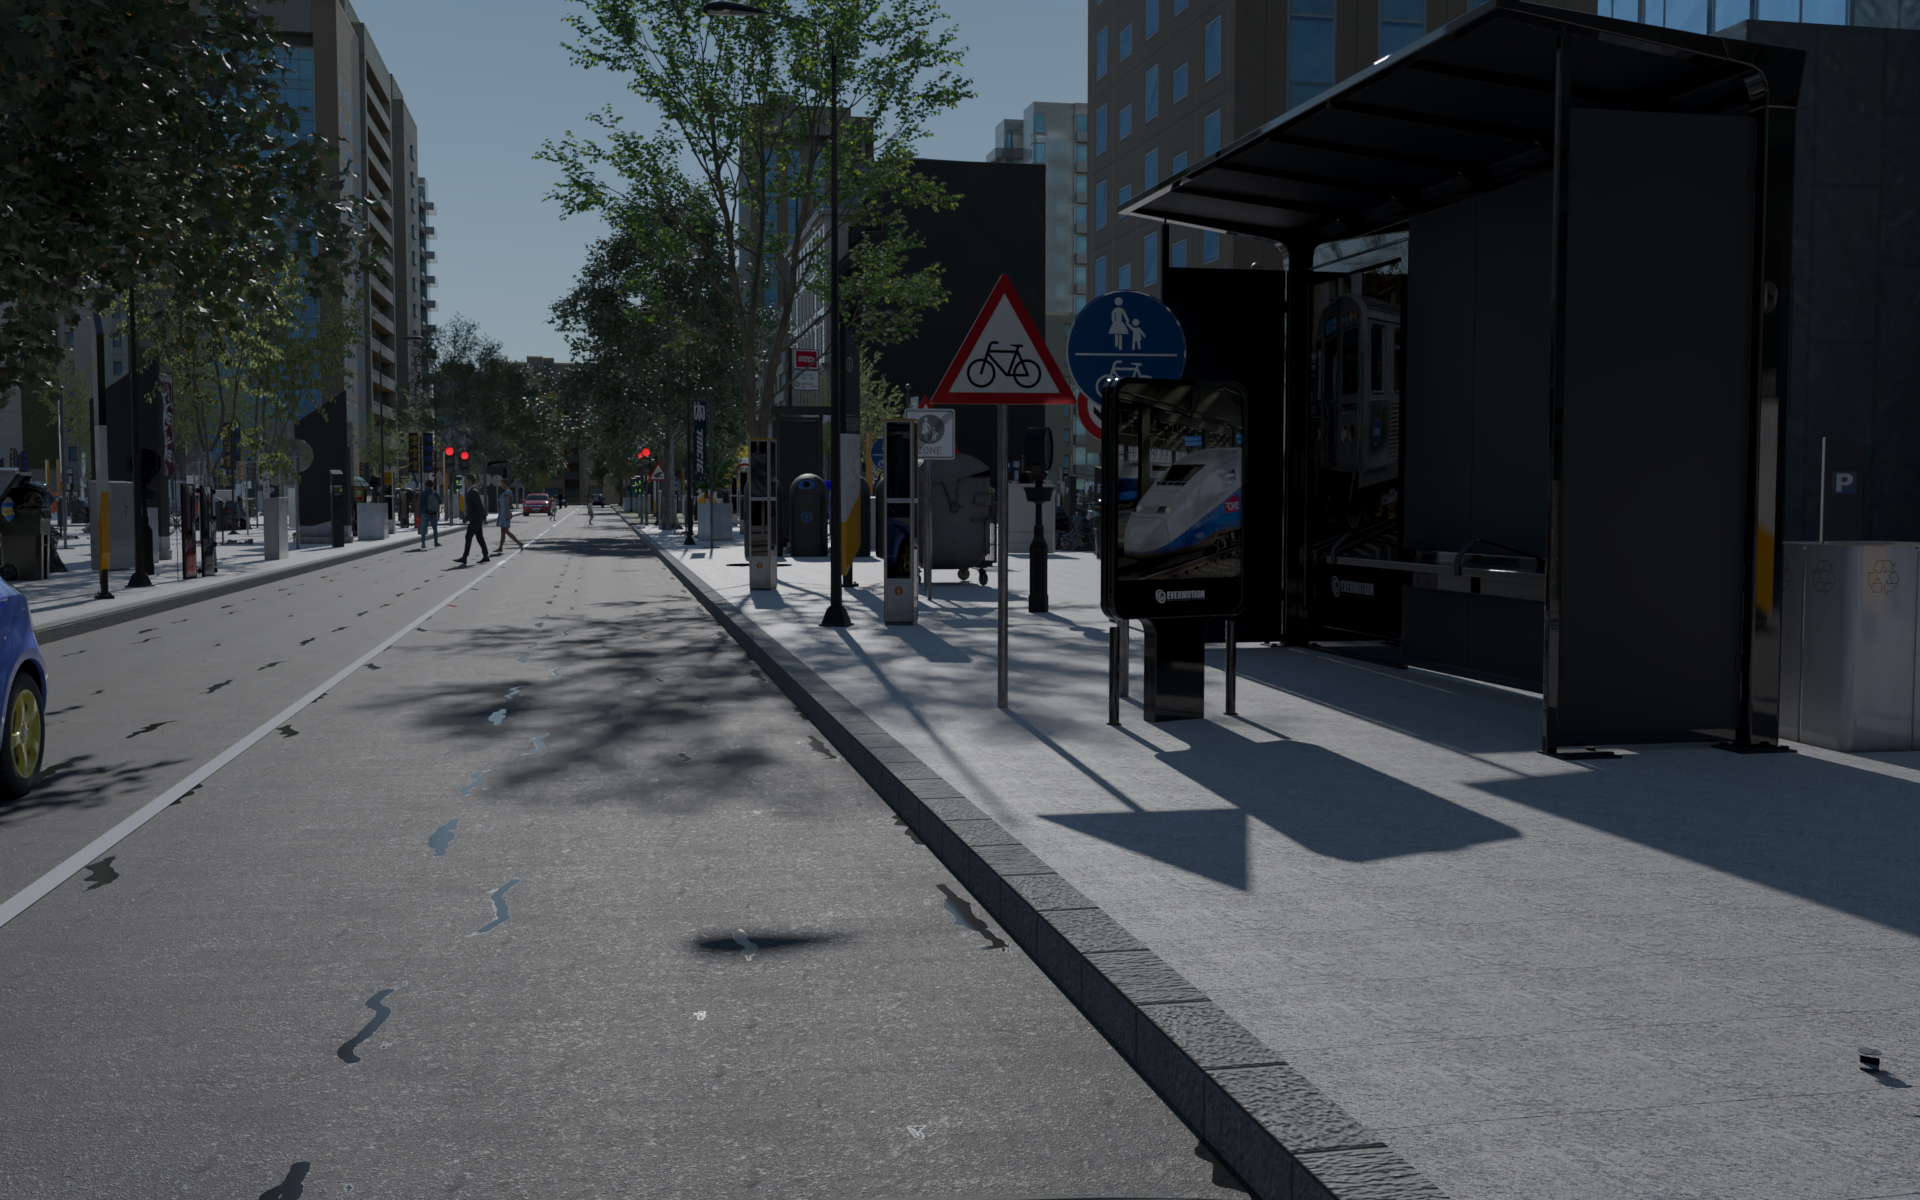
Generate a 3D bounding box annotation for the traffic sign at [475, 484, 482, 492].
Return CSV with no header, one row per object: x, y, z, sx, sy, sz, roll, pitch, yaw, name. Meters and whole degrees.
-41.298,-9.086,148.561,0.884,2.594,0.081,-1,4,-9,traffic sign

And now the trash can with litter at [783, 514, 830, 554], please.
-3.401,-1.645,37.947,1.678,1.210,2.233,2,4,34,trash can with litter

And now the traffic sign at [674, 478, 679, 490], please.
-21.213,-7.853,128.495,0.768,2.556,0.104,0,4,-3,traffic sign

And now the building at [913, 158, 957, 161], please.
-3.720,-32.419,213.647,14.086,41.232,14.154,-1,4,-12,building

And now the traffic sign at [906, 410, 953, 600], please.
-0.368,-1.145,20.848,0.606,2.300,0.079,-1,4,-9,traffic sign

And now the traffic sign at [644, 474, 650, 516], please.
-18.859,-6.324,103.503,0.768,2.556,0.104,0,4,-5,traffic sign

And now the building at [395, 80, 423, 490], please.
-72.924,-34.972,195.488,21.600,48.544,21.300,-1,4,-12,building

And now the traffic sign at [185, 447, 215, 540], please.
-20.660,-2.874,47.094,0.768,2.556,0.104,0,4,-5,traffic sign

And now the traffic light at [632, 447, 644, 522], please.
-14.479,-5.486,78.620,0.839,4.253,0.868,-1,4,-12,traffic light

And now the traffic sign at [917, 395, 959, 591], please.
-0.454,-1.400,22.891,0.884,2.594,0.081,0,4,-6,traffic sign

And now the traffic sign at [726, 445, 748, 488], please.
-8.827,-4.777,71.974,2.265,3.308,0.079,-1,4,-10,traffic sign

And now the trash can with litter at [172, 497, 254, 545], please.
-18.719,-2.021,44.106,2.233,1.210,1.678,1,4,11,trash can with litter

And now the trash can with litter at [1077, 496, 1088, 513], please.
7.750,-6.097,110.750,1.678,1.210,2.233,2,4,30,trash can with litter

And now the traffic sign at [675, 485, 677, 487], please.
-21.296,-7.846,128.289,0.884,2.594,0.081,-1,4,-12,traffic sign

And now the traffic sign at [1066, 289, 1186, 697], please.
1.031,-0.660,10.901,0.768,2.556,0.104,0,4,-8,traffic sign

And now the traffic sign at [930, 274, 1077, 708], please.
0.256,-0.631,10.328,0.884,2.594,0.081,-1,4,-10,traffic sign

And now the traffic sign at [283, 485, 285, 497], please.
-22.026,-3.320,56.407,0.606,2.300,0.079,0,4,-3,traffic sign

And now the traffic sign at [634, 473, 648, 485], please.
-18.064,-5.994,98.107,0.768,2.556,0.104,0,4,-8,traffic sign

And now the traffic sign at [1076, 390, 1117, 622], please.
1.536,-1.054,17.341,0.768,2.556,0.104,0,4,-4,traffic sign

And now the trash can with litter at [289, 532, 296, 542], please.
-17.373,-2.132,46.250,1.055,1.170,0.624,0,4,-5,trash can with litter

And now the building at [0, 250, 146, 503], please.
-98.070,-39.641,190.136,28.212,58.520,21.231,-1,4,-12,building

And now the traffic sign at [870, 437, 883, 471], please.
-1.616,-2.351,38.551,0.768,2.556,0.104,0,4,-3,traffic sign

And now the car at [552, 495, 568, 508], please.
-42.038,-10.328,181.438,1.945,1.354,3.894,-1,4,-12,car

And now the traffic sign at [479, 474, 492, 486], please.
-29.377,-6.555,107.272,0.768,2.556,0.104,0,4,-3,traffic sign

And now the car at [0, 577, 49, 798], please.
-4.986,0.171,6.799,1.945,1.707,3.694,-1,4,-12,car

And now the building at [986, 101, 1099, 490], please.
19.100,-36.297,213.063,30.456,49.044,23.786,-1,4,-12,building

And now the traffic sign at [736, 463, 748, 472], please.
-8.754,-4.309,70.556,0.768,2.556,0.104,0,4,-4,traffic sign

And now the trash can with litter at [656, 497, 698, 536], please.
-8.359,-2.608,53.701,1.678,1.210,2.233,-2,4,-31,trash can with litter

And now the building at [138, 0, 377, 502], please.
-67.938,-33.428,170.257,21.300,48.544,21.600,-1,4,-12,building

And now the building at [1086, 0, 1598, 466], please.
12.589,-24.679,53.611,14.600,45.320,14.200,-1,4,-12,building

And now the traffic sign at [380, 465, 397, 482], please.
-25.181,-4.653,76.078,0.884,2.594,0.081,-1,4,-10,traffic sign

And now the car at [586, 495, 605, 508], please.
-38.397,-10.388,182.424,1.945,1.354,3.894,-1,4,-11,car

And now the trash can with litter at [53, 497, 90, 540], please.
-25.468,-2.306,48.762,1.678,1.210,2.233,-1,4,-18,trash can with litter

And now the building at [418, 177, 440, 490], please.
-91.125,-38.575,250.310,30.456,49.044,23.786,-1,4,-12,building

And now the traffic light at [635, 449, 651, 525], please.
-12.849,-5.008,70.803,0.839,4.253,0.868,-1,4,-12,traffic light

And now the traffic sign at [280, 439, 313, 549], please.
-15.409,-2.455,40.239,0.768,2.556,0.104,0,4,-5,traffic sign

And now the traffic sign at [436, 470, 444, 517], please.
-27.797,-5.654,92.444,0.884,2.594,0.081,-1,4,-11,traffic sign

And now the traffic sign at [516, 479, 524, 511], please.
-34.415,-8.184,134.995,0.795,2.450,0.064,0,4,-7,traffic sign

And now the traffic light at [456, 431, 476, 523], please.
-21.976,-5.390,77.046,0.839,4.253,0.868,-1,4,-12,traffic light

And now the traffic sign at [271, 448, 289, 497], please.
-18.652,-2.904,47.585,0.768,2.556,0.104,0,4,-5,traffic sign

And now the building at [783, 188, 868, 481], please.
-7.062,-21.151,143.075,12.463,27.353,25.104,-1,4,-12,building

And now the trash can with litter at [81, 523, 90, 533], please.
-28.617,-2.823,57.542,0.624,1.170,1.055,1,4,21,trash can with litter

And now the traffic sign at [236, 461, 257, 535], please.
-22.149,-3.161,53.807,0.606,2.300,0.079,0,4,-5,traffic sign

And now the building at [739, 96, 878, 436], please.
-17.324,-33.380,195.876,14.600,45.320,14.200,-1,4,-12,building

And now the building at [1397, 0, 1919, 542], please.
22.602,-43.180,18.663,22.319,86.520,31.000,-1,4,-12,building

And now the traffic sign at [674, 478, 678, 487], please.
-21.063,-7.757,126.937,0.768,2.556,0.104,-1,4,-11,traffic sign

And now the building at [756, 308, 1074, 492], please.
-5.651,-20.265,176.365,27.650,21.520,28.899,-1,4,-12,building

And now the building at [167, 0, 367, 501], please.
-60.947,-30.766,153.129,14.600,45.320,14.200,-1,4,-12,building

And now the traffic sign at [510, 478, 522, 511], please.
-34.263,-8.176,133.679,0.884,2.594,0.081,-1,4,-11,traffic sign

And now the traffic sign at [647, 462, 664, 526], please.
-12.090,-4.251,69.503,0.884,2.594,0.081,0,4,-4,traffic sign

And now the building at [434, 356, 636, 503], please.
-62.571,-25.355,259.590,28.899,21.520,27.650,-1,4,-12,building

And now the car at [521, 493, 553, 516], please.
-27.626,-6.383,113.408,2.155,1.783,4.494,-1,4,-10,car

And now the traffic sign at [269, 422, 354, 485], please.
-18.229,-3.355,48.721,2.265,3.308,0.079,0,4,-7,traffic sign

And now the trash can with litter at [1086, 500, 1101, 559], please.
2.967,-1.392,34.141,0.624,1.170,1.055,2,4,29,trash can with litter

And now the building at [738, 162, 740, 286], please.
-19.825,-32.195,209.988,14.154,41.232,14.086,-1,4,-12,building

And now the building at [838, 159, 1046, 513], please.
-1.864,-17.965,123.407,12.332,23.373,15.834,-1,4,-12,building

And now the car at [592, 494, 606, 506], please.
-44.418,-12.251,212.095,2.131,1.459,4.920,-1,4,-12,car

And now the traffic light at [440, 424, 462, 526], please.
-20.346,-4.912,69.229,0.839,4.253,0.868,-1,4,-12,traffic light
